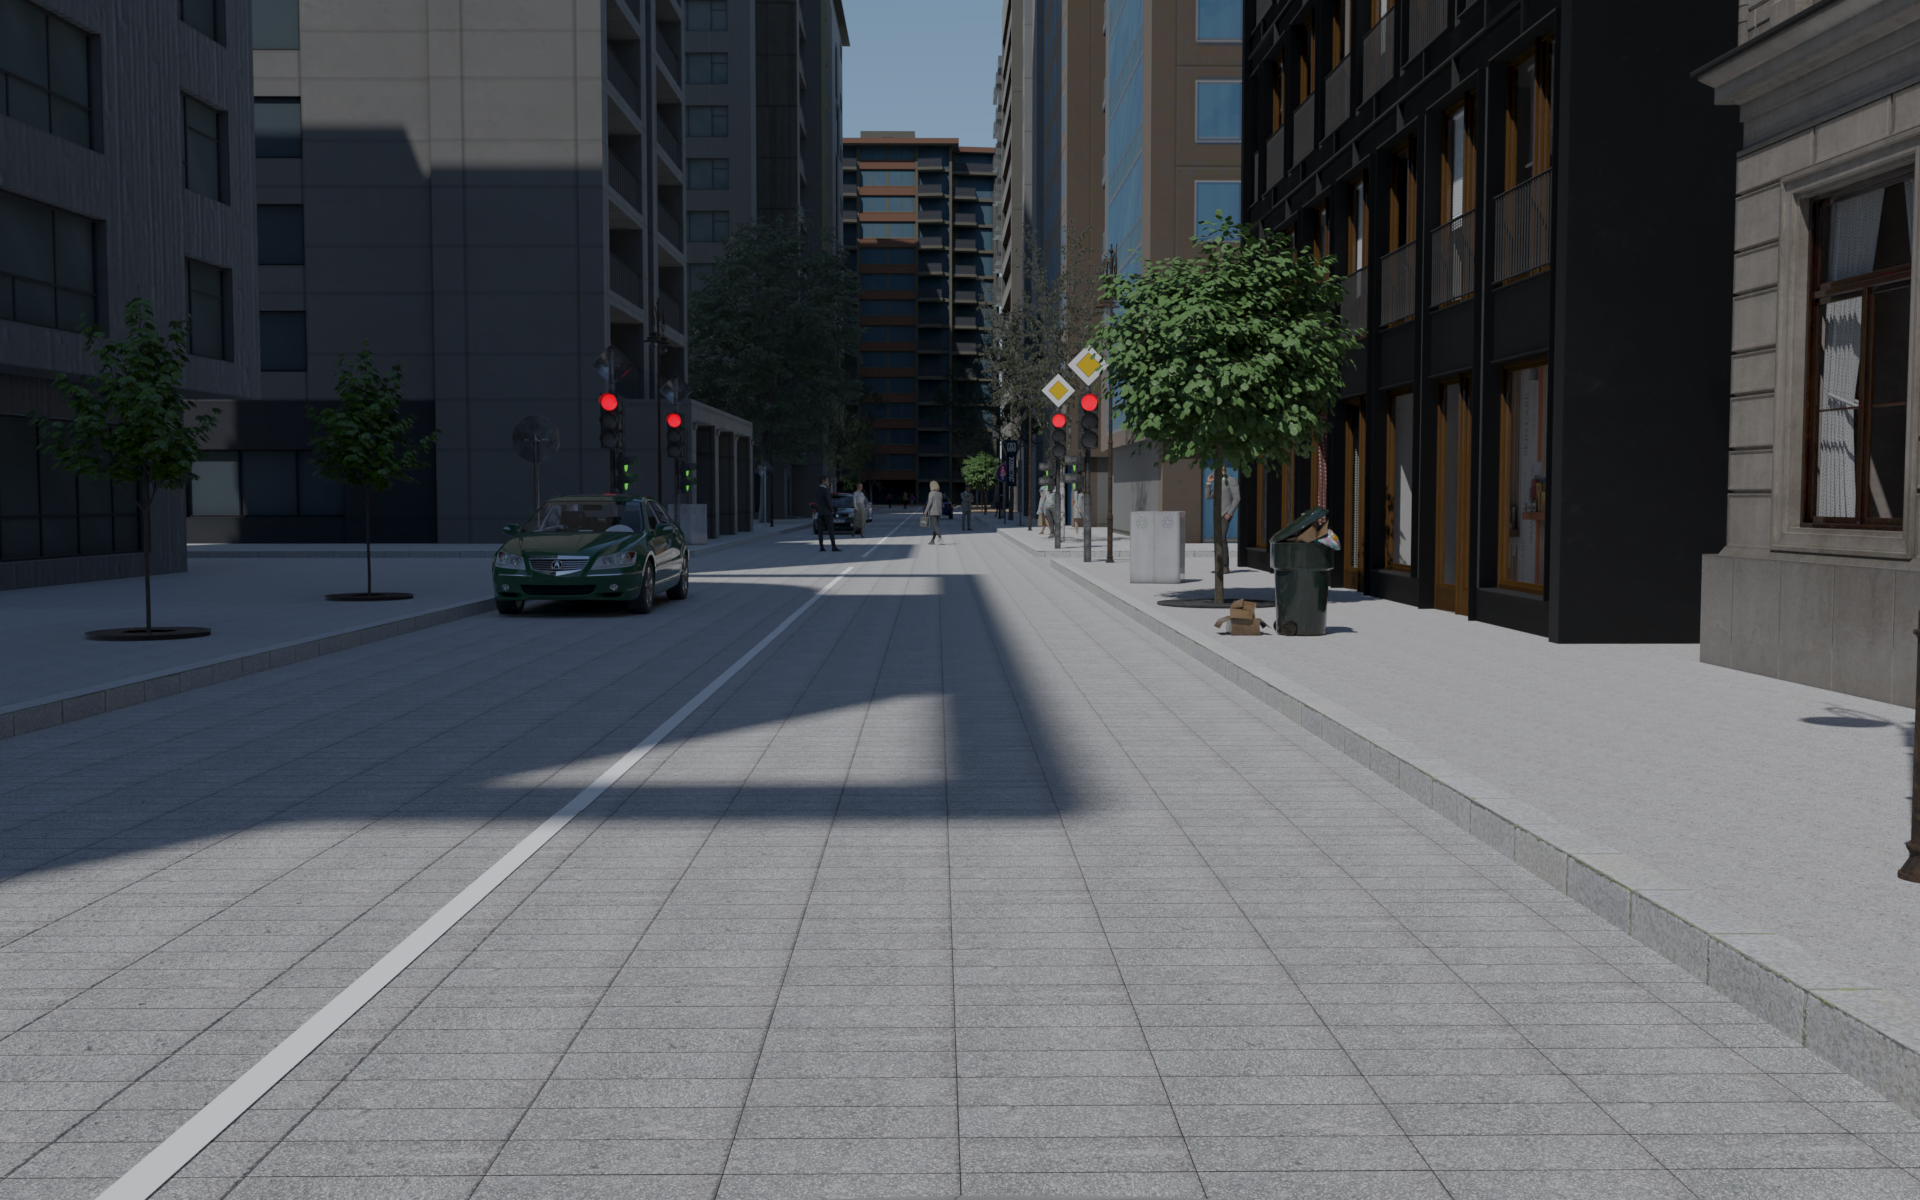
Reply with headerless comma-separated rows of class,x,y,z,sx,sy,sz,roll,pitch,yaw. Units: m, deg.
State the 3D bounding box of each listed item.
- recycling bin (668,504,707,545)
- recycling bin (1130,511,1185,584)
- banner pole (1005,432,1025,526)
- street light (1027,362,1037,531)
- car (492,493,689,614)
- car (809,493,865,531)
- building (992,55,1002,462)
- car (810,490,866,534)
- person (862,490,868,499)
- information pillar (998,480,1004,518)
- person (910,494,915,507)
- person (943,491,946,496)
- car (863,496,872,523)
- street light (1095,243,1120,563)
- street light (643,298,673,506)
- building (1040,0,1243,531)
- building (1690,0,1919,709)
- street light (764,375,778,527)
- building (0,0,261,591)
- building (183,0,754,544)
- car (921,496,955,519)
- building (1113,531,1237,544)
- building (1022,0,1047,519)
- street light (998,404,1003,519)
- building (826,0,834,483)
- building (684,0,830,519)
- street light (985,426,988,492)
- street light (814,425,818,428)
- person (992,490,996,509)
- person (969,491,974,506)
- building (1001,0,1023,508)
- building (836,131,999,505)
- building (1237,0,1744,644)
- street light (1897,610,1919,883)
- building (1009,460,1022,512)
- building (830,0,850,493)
recycling bin,-6.893,-1.913,43.834,0.722,1.027,0.722,2,4,29
recycling bin,2.865,-0.766,25.076,0.722,1.027,0.722,1,4,14
banner pole,2.238,-4.910,70.297,0.863,3.779,0.401,2,4,23
street light,2.448,-5.361,60.443,0.468,5.910,1.993,0,4,-1
car,-4.630,-0.637,22.207,2.131,1.459,4.920,0,4,0
car,-4.794,-3.588,67.710,2.155,1.783,4.494,0,4,-2
building,14.625,-33.915,174.118,23.786,49.044,30.456,0,4,-1
car,-4.398,-3.240,62.756,2.009,1.686,4.222,0,4,-3
person,-10.210,-10.872,184.351,0.990,1.755,0.434,2,4,33
information pillar,2.238,-5.335,91.725,0.304,2.012,0.304,2,4,29
person,-5.281,-10.862,189.316,0.991,1.433,0.599,3,5,45
person,-1.624,-11.052,189.989,0.721,1.735,1.217,0,4,1
car,-5.466,-4.634,88.123,2.083,1.381,4.827,0,4,1
street light,2.799,-3.631,32.157,0.468,5.910,1.993,0,4,-1
street light,-7.109,-4.168,40.939,0.468,5.910,1.993,0,4,-1
building,10.836,-25.802,71.977,14.600,45.320,14.200,0,4,-1
building,10.476,-8.503,3.648,10.561,19.102,19.286,0,4,-1
street light,-7.353,-5.793,67.511,0.468,5.910,1.993,0,4,-1
building,-18.672,-15.456,24.411,14.107,30.474,14.160,0,4,-1
building,-17.249,-37.583,52.740,20.563,71.187,20.611,0,4,-1
car,-1.253,-5.321,99.572,1.945,1.354,3.894,0,4,-1
building,11.843,-24.464,50.103,14.200,45.320,14.600,0,4,-1
building,14.153,-34.176,100.774,21.231,58.520,28.212,0,4,-1
street light,2.024,-7.078,88.514,0.468,5.910,1.993,0,4,-1
building,-17.939,-30.242,144.570,14.600,45.320,14.200,0,4,-1
building,-14.382,-24.891,90.562,14.154,41.232,14.086,0,4,-1
street light,1.727,-8.716,115.295,0.468,5.910,1.993,0,4,-1
street light,-7.825,-7.418,94.079,0.468,5.910,1.993,0,4,-1
person,2.989,-8.364,144.256,0.593,1.643,0.415,0,4,3
person,1.116,-11.203,189.224,0.705,1.822,1.348,2,4,31
building,14.602,-32.076,148.151,21.300,48.544,21.600,0,4,-1
building,-9.397,-34.076,211.761,28.867,44.769,22.147,0,4,-1
building,11.151,-11.767,22.068,12.332,23.373,15.834,0,4,-1
street light,3.223,-2.006,5.588,0.468,5.910,1.993,0,4,-1
building,14.282,-42.076,126.187,20.563,71.187,20.611,0,4,-1
building,-25.432,-35.791,174.413,27.495,52.752,28.713,0,4,-1
